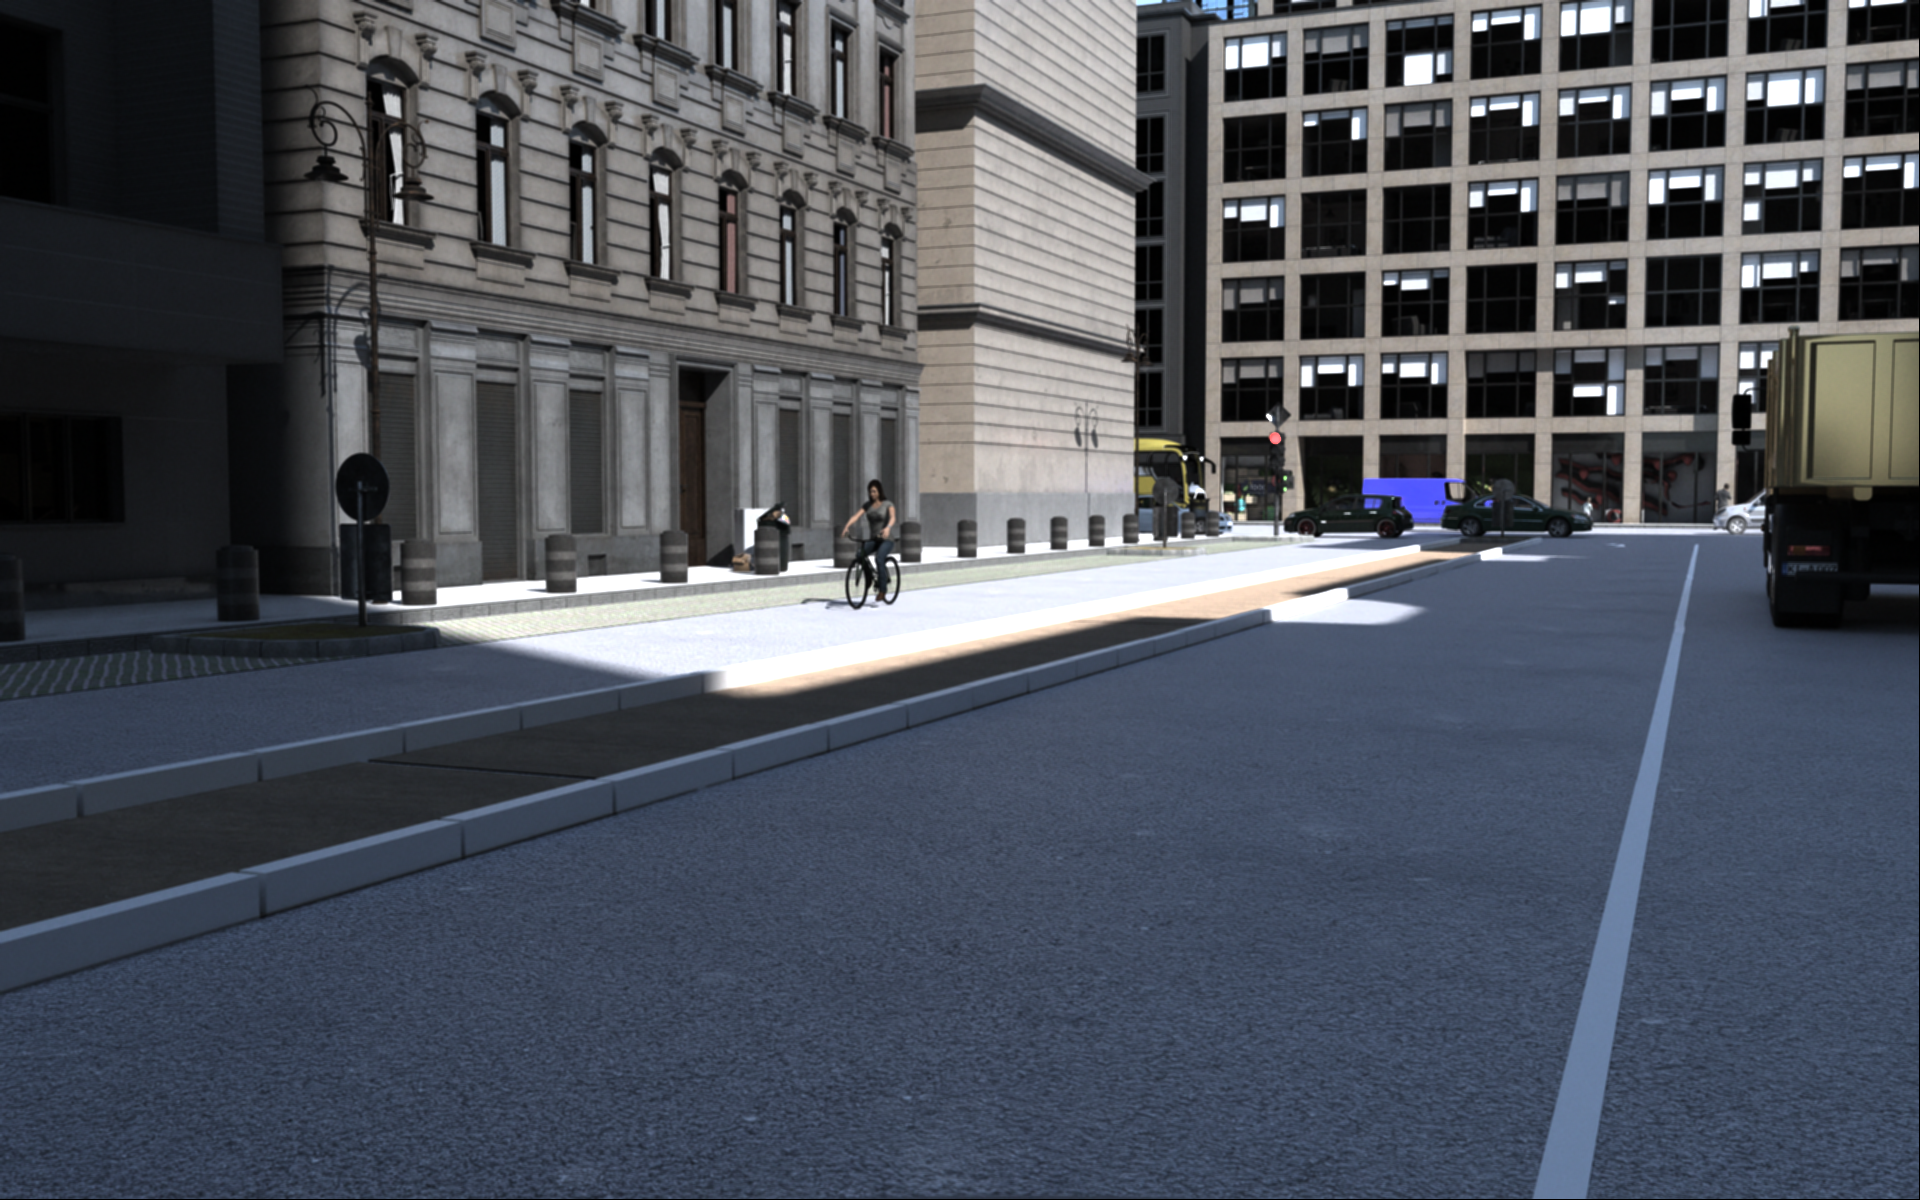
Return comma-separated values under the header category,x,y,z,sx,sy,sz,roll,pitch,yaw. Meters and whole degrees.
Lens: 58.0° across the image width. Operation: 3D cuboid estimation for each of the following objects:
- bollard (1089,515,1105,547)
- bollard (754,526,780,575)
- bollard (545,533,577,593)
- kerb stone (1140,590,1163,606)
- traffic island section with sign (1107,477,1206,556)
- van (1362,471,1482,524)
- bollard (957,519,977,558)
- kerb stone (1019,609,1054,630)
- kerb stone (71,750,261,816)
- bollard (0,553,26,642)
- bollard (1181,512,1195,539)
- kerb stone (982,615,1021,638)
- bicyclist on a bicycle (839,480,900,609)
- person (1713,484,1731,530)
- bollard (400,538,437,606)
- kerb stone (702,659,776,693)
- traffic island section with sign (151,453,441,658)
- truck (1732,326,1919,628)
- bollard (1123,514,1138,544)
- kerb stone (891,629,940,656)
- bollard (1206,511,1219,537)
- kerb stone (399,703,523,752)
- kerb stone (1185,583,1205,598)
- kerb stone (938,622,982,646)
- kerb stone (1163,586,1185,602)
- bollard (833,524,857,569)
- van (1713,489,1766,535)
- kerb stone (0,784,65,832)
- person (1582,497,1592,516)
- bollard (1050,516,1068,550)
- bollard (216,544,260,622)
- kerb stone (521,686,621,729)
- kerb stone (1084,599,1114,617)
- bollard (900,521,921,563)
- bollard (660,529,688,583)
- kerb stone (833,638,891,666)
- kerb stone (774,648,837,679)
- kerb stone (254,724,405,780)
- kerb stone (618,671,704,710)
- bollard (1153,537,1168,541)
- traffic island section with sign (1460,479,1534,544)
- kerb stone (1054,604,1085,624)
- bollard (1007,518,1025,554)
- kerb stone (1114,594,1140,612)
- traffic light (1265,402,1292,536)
category,x,y,z,sx,sy,sz,roll,pitch,yaw
bollard,3.342,-1.689,42.338,0.404,0.777,0.398,0,3,0
bollard,-3.066,-0.781,27.487,0.404,0.777,0.398,0,3,0
bollard,-5.194,-0.479,22.542,0.404,0.777,0.398,0,3,0
kerb stone,2.375,-0.006,22.289,0.120,0.150,1.000,2,4,23
traffic island section with sign,4.719,-1.966,40.771,1.989,1.847,2.006,2,4,23
van,18.116,-3.808,66.639,5.245,2.365,2.240,1,4,21
bollard,0.146,-1.236,34.929,0.404,0.777,0.398,0,3,0
kerb stone,0.748,0.226,18.507,0.120,0.150,1.000,2,4,23
kerb stone,-3.729,0.860,8.136,0.120,0.150,1.000,2,4,23
bollard,-8.397,-0.025,15.119,0.404,0.777,0.398,0,3,0
bollard,6.549,-2.144,49.764,0.404,0.777,0.398,0,3,0
kerb stone,0.350,0.283,17.561,0.120,0.150,1.000,2,4,23
bicyclist on a bicycle,-1.091,-0.729,21.934,1.499,1.676,1.625,1,4,22
person,30.528,-3.734,69.363,0.655,1.846,0.447,2,4,33
bollard,-6.269,-0.327,20.060,0.404,0.777,0.398,0,3,0
kerb stone,-1.685,0.571,12.853,0.120,0.150,1.000,2,4,23
traffic island section with sign,-5.967,-0.452,16.016,1.989,1.847,2.006,2,4,23
truck,11.458,-1.567,21.541,3.469,3.379,9.791,2,4,24
bollard,4.410,-1.841,44.813,0.404,0.777,0.398,0,3,0
kerb stone,-0.467,0.399,15.679,0.120,0.150,1.000,2,4,23
bollard,7.617,-2.295,52.237,0.404,0.777,0.398,0,3,0
kerb stone,-2.910,0.744,10.027,0.120,0.150,1.000,2,4,23
kerb stone,3.195,-0.120,24.169,0.120,0.150,1.000,2,4,23
kerb stone,-0.061,0.341,16.621,0.120,0.150,1.000,2,4,23
kerb stone,2.784,-0.063,23.229,0.120,0.150,1.000,2,4,23
bollard,-1.991,-0.933,29.971,0.404,0.777,0.398,0,3,0
van,28.862,-3.317,61.237,4.112,2.044,2.013,1,4,22
kerb stone,-4.139,0.918,7.184,0.120,0.150,1.000,2,4,23
person,26.109,-3.630,72.131,0.425,1.301,0.394,2,4,23
bollard,2.278,-1.538,39.868,0.404,0.777,0.398,0,3,0
bollard,-7.334,-0.176,17.590,0.404,0.777,0.398,0,3,0
kerb stone,-2.502,0.687,10.967,0.120,0.150,1.000,2,4,23
kerb stone,1.565,0.110,20.401,0.120,0.150,1.000,2,4,23
bollard,-0.923,-1.084,32.448,0.404,0.777,0.398,0,3,0
bollard,-4.132,-0.630,25.013,0.404,0.777,0.398,0,3,0
kerb stone,-0.881,0.456,14.741,0.120,0.150,1.000,2,4,23
kerb stone,-1.287,0.518,13.800,0.120,0.150,1.000,2,4,23
kerb stone,-3.315,0.802,9.081,0.120,0.150,1.000,2,4,23
kerb stone,-2.095,0.629,11.909,0.120,0.150,1.000,2,4,23
bollard,5.480,-1.992,47.293,0.404,0.777,0.398,0,3,0
traffic island section with sign,15.847,-2.608,50.780,2.006,1.907,1.989,2,4,23
kerb stone,1.154,0.168,19.448,0.120,0.150,1.000,2,4,23
bollard,1.213,-1.387,37.398,0.404,0.777,0.398,0,3,0
kerb stone,1.978,0.054,21.340,0.120,0.150,1.000,2,4,23
traffic light,9.724,-3.920,53.017,0.839,4.253,0.868,2,4,23
